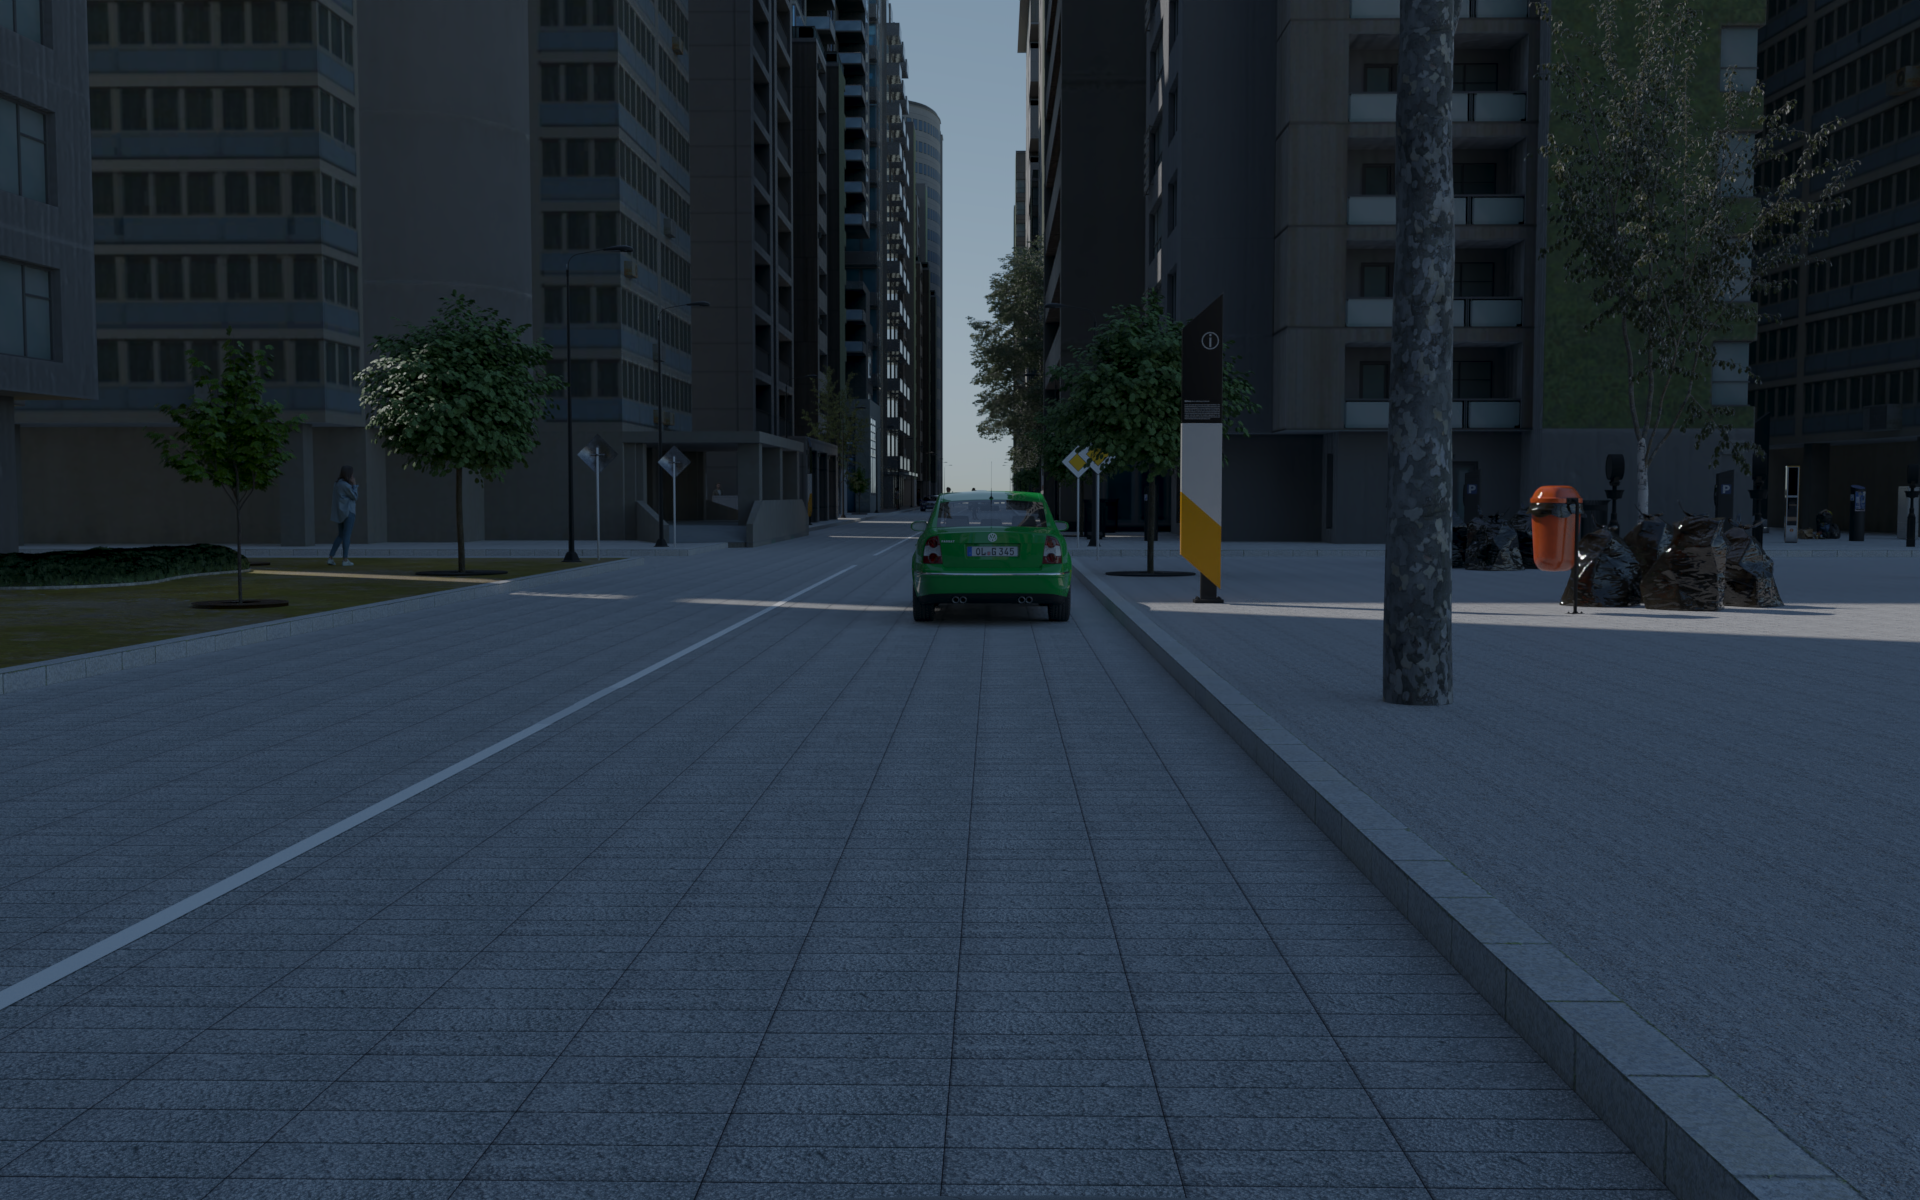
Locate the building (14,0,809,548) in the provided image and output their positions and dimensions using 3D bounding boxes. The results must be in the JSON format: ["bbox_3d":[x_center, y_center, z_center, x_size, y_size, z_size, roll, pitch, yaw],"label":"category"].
[{"bbox_3d":[-21.495,-22.045,52.314,32.217,40.220,23.993,0,4,1],"label":"building"}]

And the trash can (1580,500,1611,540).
[{"bbox_3d":[15.160,-1.820,41.407,0.748,1.137,0.748,0,3,0],"label":"trash can"}]

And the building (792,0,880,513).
[{"bbox_3d":[-16.942,-50.034,130.734,22.319,86.520,31.000,0,4,1],"label":"building"}]

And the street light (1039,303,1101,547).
[{"bbox_3d":[2.745,-4.265,42.274,1.470,5.913,1.316,0,4,1],"label":"street light"}]

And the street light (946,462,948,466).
[{"bbox_3d":[-2.511,-16.960,249.840,1.470,5.913,1.316,0,4,1],"label":"street light"}]

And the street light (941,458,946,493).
[{"bbox_3d":[-2.857,-15.466,225.402,1.470,5.913,1.316,0,4,1],"label":"street light"}]

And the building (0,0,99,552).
[{"bbox_3d":[-21.631,-20.845,24.409,14.086,41.232,14.154,0,4,1],"label":"building"}]

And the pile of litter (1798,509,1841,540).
[{"bbox_3d":[24.424,-2.172,49.484,1.719,0.858,1.176,-1,4,-19],"label":"pile of litter"}]

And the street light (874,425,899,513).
[{"bbox_3d":[-5.157,-8.930,118.554,1.470,5.913,1.316,0,4,1],"label":"street light"}]

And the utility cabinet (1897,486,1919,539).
[{"bbox_3d":[26.866,-2.469,49.053,0.318,1.500,1.173,1,4,17],"label":"utility cabinet"}]

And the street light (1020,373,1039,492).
[{"bbox_3d":[3.140,-5.758,66.687,1.470,5.913,1.316,0,4,1],"label":"street light"}]

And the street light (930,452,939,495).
[{"bbox_3d":[-3.340,-13.972,200.990,1.470,5.913,1.316,0,4,1],"label":"street light"}]

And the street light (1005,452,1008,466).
[{"bbox_3d":[5.339,-11.965,168.170,1.470,5.913,1.316,0,4,1],"label":"street light"}]

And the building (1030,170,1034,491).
[{"bbox_3d":[13.346,-23.544,156.646,14.160,30.474,14.107,0,4,1],"label":"building"}]

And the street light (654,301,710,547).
[{"bbox_3d":[-6.718,-4.242,41.894,1.470,5.913,1.316,0,4,1],"label":"street light"}]

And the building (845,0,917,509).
[{"bbox_3d":[-16.282,-33.207,162.541,23.786,49.044,30.456,0,4,1],"label":"building"}]

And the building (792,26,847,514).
[{"bbox_3d":[-14.704,-20.571,108.041,14.160,30.474,14.107,0,4,1],"label":"building"}]

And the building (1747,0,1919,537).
[{"bbox_3d":[39.929,-22.250,55.666,23.993,40.220,32.217,0,4,1],"label":"building"}]

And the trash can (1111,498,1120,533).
[{"bbox_3d":[4.909,-2.785,57.190,0.748,1.137,0.748,0,3,0],"label":"trash can"}]

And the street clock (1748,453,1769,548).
[{"bbox_3d":[14.200,-1.605,30.815,0.358,2.002,0.471,2,4,24],"label":"street clock"}]

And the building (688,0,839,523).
[{"bbox_3d":[-16.495,-39.343,81.518,20.563,71.187,20.611,0,4,1],"label":"building"}]

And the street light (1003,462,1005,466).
[{"bbox_3d":[5.782,-13.458,192.583,1.470,5.913,1.316,0,4,1],"label":"street light"}]

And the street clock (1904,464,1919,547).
[{"bbox_3d":[23.073,-2.288,41.980,0.358,2.002,0.471,2,4,25],"label":"street clock"}]

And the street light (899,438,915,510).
[{"bbox_3d":[-4.557,-10.423,142.963,1.470,5.913,1.316,0,4,1],"label":"street light"}]

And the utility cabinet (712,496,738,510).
[{"bbox_3d":[-9.395,-3.560,69.366,1.020,1.237,0.306,-1,4,-12],"label":"utility cabinet"}]

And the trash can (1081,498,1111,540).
[{"bbox_3d":[3.806,-2.282,48.958,0.748,1.137,0.748,0,3,0],"label":"trash can"}]

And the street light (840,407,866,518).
[{"bbox_3d":[-5.673,-7.305,91.973,1.470,5.913,1.316,0,4,1],"label":"street light"}]

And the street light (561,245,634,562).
[{"bbox_3d":[-6.792,-3.667,32.501,1.470,5.913,1.316,0,4,1],"label":"street light"}]

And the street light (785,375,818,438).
[{"bbox_3d":[-6.225,-5.812,67.563,1.470,5.913,1.316,0,4,1],"label":"street light"}]

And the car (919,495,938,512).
[{"bbox_3d":[-2.340,-7.983,143.103,1.945,1.354,3.894,0,4,3],"label":"car"}]

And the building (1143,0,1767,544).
[{"bbox_3d":[12.736,-22.314,48.430,14.086,41.232,14.154,0,4,1],"label":"building"}]

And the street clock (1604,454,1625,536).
[{"bbox_3d":[11.841,-1.638,31.352,0.358,2.002,0.471,0,4,7],"label":"street clock"}]

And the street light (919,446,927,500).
[{"bbox_3d":[-4.154,-11.917,167.377,1.470,5.913,1.316,0,4,1],"label":"street light"}]

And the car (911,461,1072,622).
[{"bbox_3d":[0.363,-0.736,20.837,1.959,1.807,4.718,0,4,0],"label":"car"}]

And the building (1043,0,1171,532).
[{"bbox_3d":[14.251,-27.135,67.351,21.300,48.544,21.600,0,4,1],"label":"building"}]

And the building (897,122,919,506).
[{"bbox_3d":[-12.018,-30.663,184.926,14.154,41.232,14.086,0,4,1],"label":"building"}]

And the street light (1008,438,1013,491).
[{"bbox_3d":[4.929,-10.454,143.461,1.470,5.913,1.316,0,4,1],"label":"street light"}]

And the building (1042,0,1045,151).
[{"bbox_3d":[11.568,-19.914,97.302,14.160,30.474,14.107,0,4,1],"label":"building"}]
